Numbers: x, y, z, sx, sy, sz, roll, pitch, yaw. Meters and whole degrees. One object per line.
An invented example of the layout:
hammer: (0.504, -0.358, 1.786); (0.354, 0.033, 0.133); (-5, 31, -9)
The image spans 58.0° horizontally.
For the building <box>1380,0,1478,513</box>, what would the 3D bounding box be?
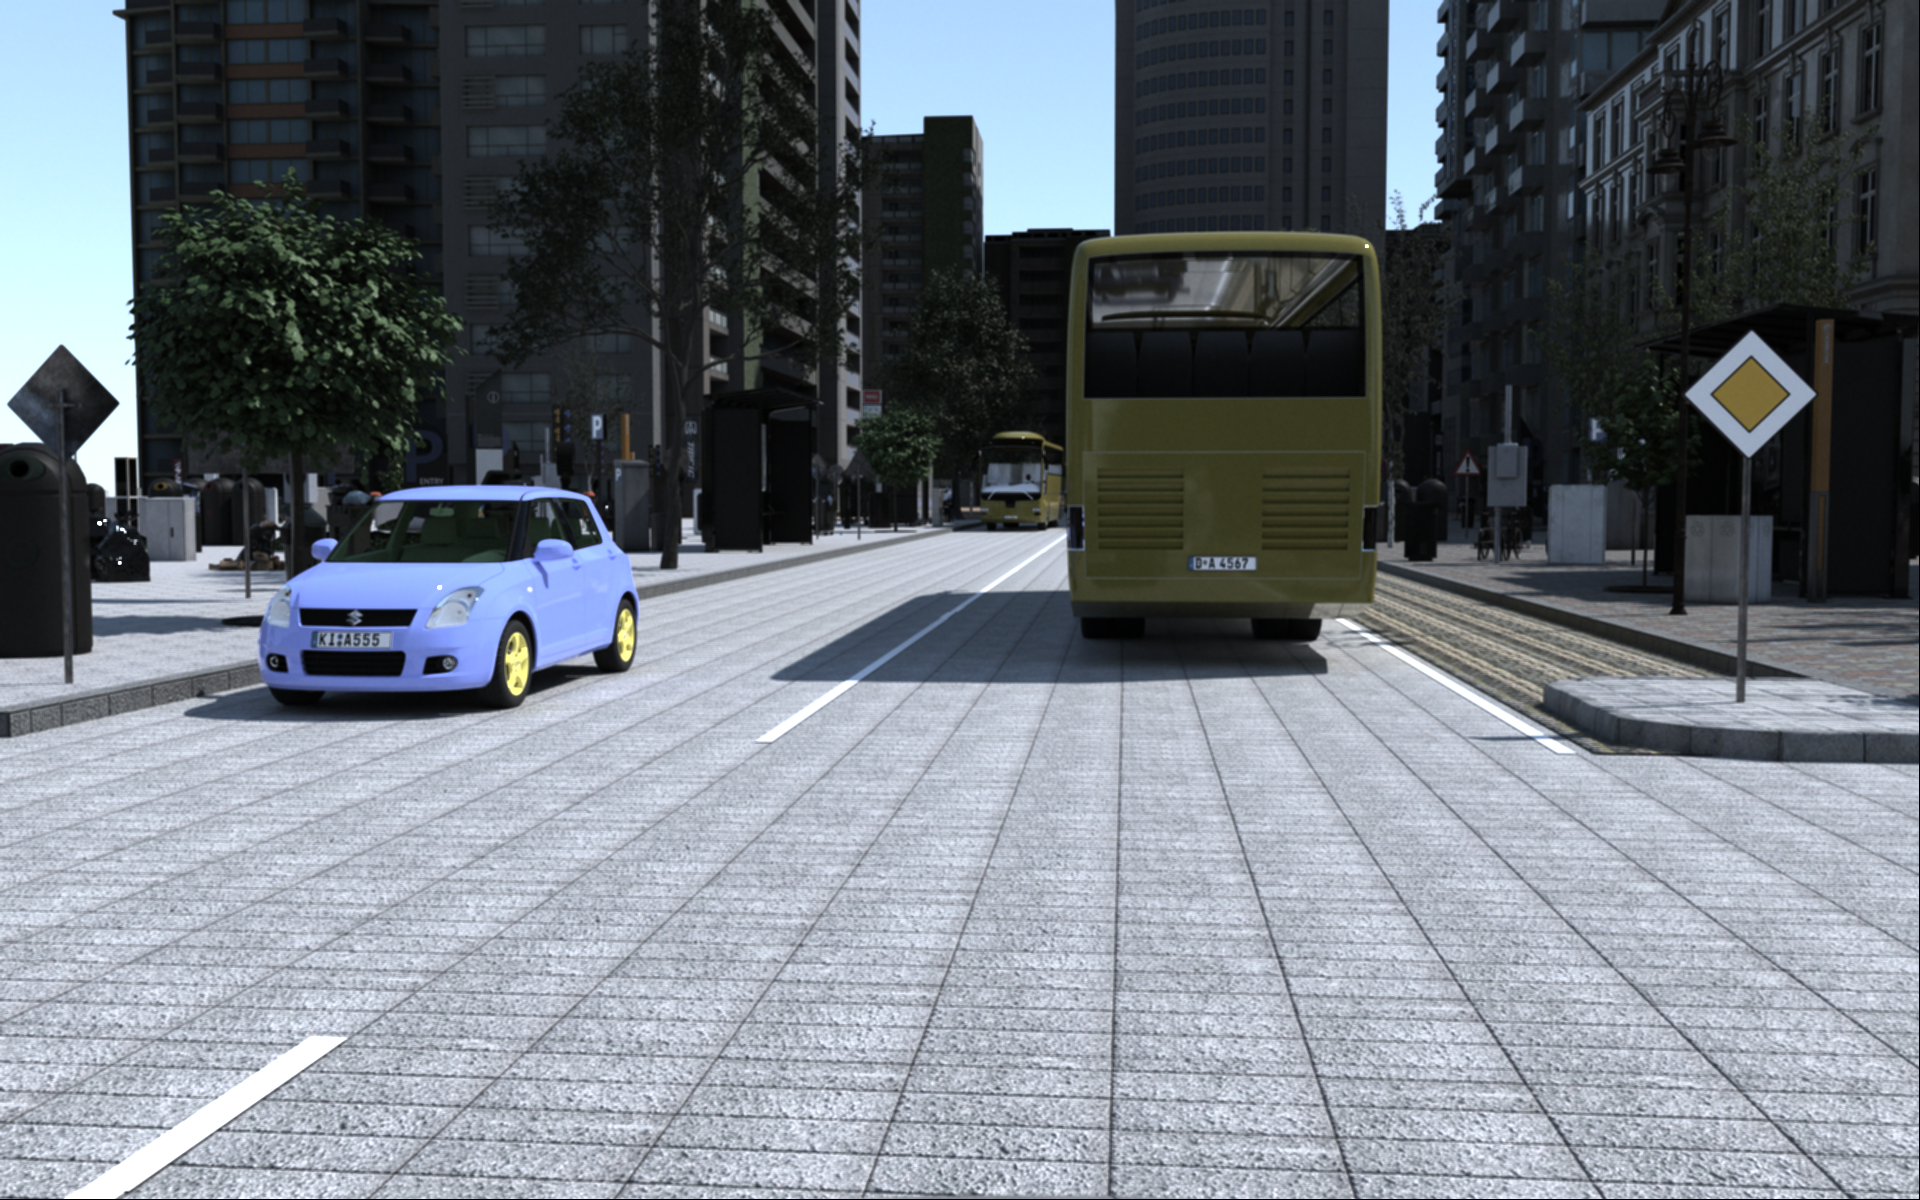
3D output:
building: (43.874, -49.831, 127.406); (22.319, 86.520, 31.000); (0, 4, 5)

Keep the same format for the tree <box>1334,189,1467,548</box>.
tree: (10.080, -5.554, 41.169); (4.360, 8.622, 3.978); (0, 3, 0)

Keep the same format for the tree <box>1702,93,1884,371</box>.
tree: (15.257, -5.035, 32.687); (4.737, 8.622, 4.395); (0, 3, 0)

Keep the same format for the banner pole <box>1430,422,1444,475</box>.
banner pole: (16.639, -4.318, 60.617); (0.863, 3.779, 0.401); (-3, 4, -36)

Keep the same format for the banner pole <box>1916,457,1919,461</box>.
banner pole: (9.132, -1.575, 15.776); (0.863, 3.779, 0.401); (0, 4, -3)

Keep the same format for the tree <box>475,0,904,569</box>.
tree: (-4.654, -5.798, 29.218); (7.601, 10.594, 8.767); (1, 4, 14)

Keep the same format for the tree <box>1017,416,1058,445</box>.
tree: (6.683, -12.456, 154.025); (4.360, 8.622, 3.978); (0, 3, 0)

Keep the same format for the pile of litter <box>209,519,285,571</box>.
pile of litter: (-11.981, -0.940, 29.332); (1.719, 0.858, 1.176); (3, 5, 42)

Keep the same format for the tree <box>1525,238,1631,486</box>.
tree: (18.747, -6.141, 50.762); (4.737, 8.622, 4.395); (0, 3, 0)

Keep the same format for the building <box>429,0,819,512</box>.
building: (-21.684, -29.954, 113.448); (21.300, 48.544, 21.600); (0, 4, 5)

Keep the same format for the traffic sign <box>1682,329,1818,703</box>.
traffic sign: (4.808, -0.426, 10.612); (0.795, 2.450, 0.064); (0, 4, 5)

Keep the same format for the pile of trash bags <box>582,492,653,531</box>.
pile of trash bags: (-13.022, -3.384, 65.080); (3.447, 1.369, 1.912); (3, 4, 36)

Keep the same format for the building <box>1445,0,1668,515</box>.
building: (41.465, -29.258, 97.969); (23.786, 49.044, 30.456); (0, 4, 5)

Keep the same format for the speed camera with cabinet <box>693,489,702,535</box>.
speed camera with cabinet: (-7.358, -3.687, 54.620); (2.038, 3.252, 0.660); (0, 4, 3)

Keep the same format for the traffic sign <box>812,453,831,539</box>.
traffic sign: (-4.045, -2.932, 49.119); (0.795, 2.450, 0.064); (1, 4, 14)

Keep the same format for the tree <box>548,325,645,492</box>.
tree: (-15.936, -7.618, 74.913); (4.360, 8.622, 3.978); (0, 3, 0)

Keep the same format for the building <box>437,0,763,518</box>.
building: (-19.237, -25.175, 95.201); (14.154, 41.232, 14.086); (0, 4, 5)

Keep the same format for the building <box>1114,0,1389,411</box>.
building: (31.080, -39.679, 190.743); (28.212, 58.520, 21.231); (0, 4, 5)

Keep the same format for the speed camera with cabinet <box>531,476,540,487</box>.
speed camera with cabinet: (-21.460, -5.692, 87.405); (0.660, 3.252, 2.038); (-2, 4, -27)

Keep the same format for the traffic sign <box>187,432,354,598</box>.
traffic sign: (-8.462, -1.671, 21.194); (2.265, 3.308, 0.079); (1, 4, 12)

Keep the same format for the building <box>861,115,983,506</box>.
building: (-4.818, -31.035, 191.019); (14.086, 41.232, 14.154); (0, 4, 5)

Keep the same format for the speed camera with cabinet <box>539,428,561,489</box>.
speed camera with cabinet: (-11.937, -3.472, 51.101); (0.660, 3.252, 2.038); (-1, 4, -16)

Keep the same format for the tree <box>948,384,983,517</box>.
tree: (0.874, -9.057, 98.442); (4.360, 8.622, 3.978); (0, 3, 0)

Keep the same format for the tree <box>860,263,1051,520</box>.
tree: (-0.143, -10.348, 86.193); (9.611, 12.733, 9.660); (0, 3, 0)

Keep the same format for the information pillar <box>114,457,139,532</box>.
information pillar: (-16.608, -1.837, 34.533); (0.304, 2.012, 0.304); (1, 4, 10)

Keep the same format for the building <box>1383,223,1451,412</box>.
building: (51.947, -25.434, 187.547); (14.107, 30.474, 14.160); (0, 4, 5)

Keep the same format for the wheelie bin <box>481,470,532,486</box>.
wheelie bin: (-6.076, -0.938, 23.250); (0.693, 1.594, 0.980); (2, 4, 29)

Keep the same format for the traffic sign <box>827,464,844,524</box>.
traffic sign: (-5.323, -4.518, 73.972); (0.768, 2.556, 0.104); (0, 4, 7)

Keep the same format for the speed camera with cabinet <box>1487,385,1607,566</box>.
speed camera with cabinet: (10.670, -2.272, 31.479); (2.038, 3.252, 0.660); (1, 4, 19)

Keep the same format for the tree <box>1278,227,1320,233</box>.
tree: (14.112, -9.520, 73.783); (7.486, 12.596, 7.792); (0, 3, 0)

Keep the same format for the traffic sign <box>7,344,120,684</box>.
traffic sign: (-6.034, -0.491, 11.673); (0.795, 2.450, 0.064); (0, 4, 5)

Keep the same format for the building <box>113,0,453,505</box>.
building: (-51.156, -29.818, 142.146); (28.867, 44.769, 22.147); (0, 4, 5)

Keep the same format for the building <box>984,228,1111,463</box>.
building: (9.785, -25.658, 191.216); (14.107, 30.474, 14.160); (0, 4, 5)

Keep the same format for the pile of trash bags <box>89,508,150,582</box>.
pile of trash bags: (-13.667, -0.932, 24.990); (3.447, 1.369, 1.912); (-3, 4, -38)

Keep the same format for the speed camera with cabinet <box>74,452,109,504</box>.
speed camera with cabinet: (-35.323, -4.623, 69.930); (0.660, 3.252, 2.038); (1, 4, 15)

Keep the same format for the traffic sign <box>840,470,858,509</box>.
traffic sign: (-4.478, -4.222, 70.209); (0.795, 2.450, 0.064); (1, 4, 9)

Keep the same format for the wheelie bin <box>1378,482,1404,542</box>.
wheelie bin: (11.400, -2.342, 46.203); (0.693, 1.594, 0.980); (-2, 4, -24)

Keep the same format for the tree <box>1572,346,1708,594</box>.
tree: (8.890, -1.721, 22.741); (1.663, 3.219, 1.824); (0, 3, 0)

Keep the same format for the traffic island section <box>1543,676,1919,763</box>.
traffic island section: (4.832, 0.709, 10.687); (2.009, 0.180, 2.903); (0, 4, 5)

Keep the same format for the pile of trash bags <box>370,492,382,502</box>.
pile of trash bags: (-23.201, -3.875, 73.115); (3.447, 1.369, 1.912); (-2, 4, -24)

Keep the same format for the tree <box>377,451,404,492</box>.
tree: (-25.045, -5.021, 76.692); (1.663, 3.219, 1.824); (0, 3, 0)

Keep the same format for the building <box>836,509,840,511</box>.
building: (-22.501, -36.549, 139.568); (28.212, 58.520, 21.231); (0, 4, 5)

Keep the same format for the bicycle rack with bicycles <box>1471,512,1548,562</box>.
bicycle rack with bicycles: (11.048, -1.234, 33.560); (2.852, 0.926, 2.925); (3, 4, 37)

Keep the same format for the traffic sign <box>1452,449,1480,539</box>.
traffic sign: (14.603, -3.050, 49.869); (0.884, 2.594, 0.081); (0, 4, 7)

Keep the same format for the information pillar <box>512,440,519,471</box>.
information pillar: (-19.425, -5.163, 75.775); (0.183, 3.616, 0.504); (1, 4, 10)

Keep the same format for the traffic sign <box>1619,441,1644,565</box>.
traffic sign: (12.204, -1.786, 31.339); (0.606, 2.300, 0.079); (1, 4, 12)

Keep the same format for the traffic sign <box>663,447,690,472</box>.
traffic sign: (-7.569, -2.817, 46.159); (0.768, 2.556, 0.104); (1, 4, 13)

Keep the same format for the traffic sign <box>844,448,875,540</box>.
traffic sign: (-2.834, -2.971, 48.575); (0.884, 2.594, 0.081); (1, 4, 12)

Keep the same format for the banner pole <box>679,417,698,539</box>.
banner pole: (-7.828, -3.644, 49.599); (0.863, 3.779, 0.401); (2, 4, 25)

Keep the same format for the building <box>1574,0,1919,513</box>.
building: (33.070, -15.032, 64.863); (14.460, 24.649, 34.723); (0, 4, 5)

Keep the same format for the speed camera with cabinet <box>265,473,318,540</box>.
speed camera with cabinet: (-17.739, -3.087, 44.808); (2.038, 3.252, 0.660); (0, 4, 3)

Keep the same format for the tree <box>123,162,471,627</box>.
tree: (-6.625, -2.050, 17.239); (4.285, 4.588, 4.351); (0, 3, 0)

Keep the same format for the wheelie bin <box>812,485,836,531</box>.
wheelie bin: (-4.764, -3.214, 60.459); (0.980, 1.594, 0.693); (2, 4, 32)

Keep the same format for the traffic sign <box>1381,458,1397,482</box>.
traffic sign: (14.909, -3.690, 60.437); (0.768, 2.556, 0.104); (1, 4, 11)

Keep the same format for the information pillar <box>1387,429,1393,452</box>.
information pillar: (15.071, -4.246, 60.777); (0.183, 3.616, 0.504); (0, 3, 0)

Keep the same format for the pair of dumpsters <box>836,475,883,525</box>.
pair of dumpsters: (-4.187, -4.313, 73.008); (1.574, 2.255, 4.437); (0, 4, 5)

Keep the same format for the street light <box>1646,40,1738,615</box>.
street light: (7.656, -2.783, 18.284); (0.468, 5.910, 1.993); (0, 4, 5)

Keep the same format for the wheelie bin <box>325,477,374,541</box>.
wheelie bin: (-11.460, -1.508, 32.557); (0.980, 1.594, 0.693); (1, 4, 23)

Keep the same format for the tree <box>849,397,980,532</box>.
tree: (-2.114, -4.583, 58.647); (4.285, 4.588, 4.351); (0, 3, 0)
